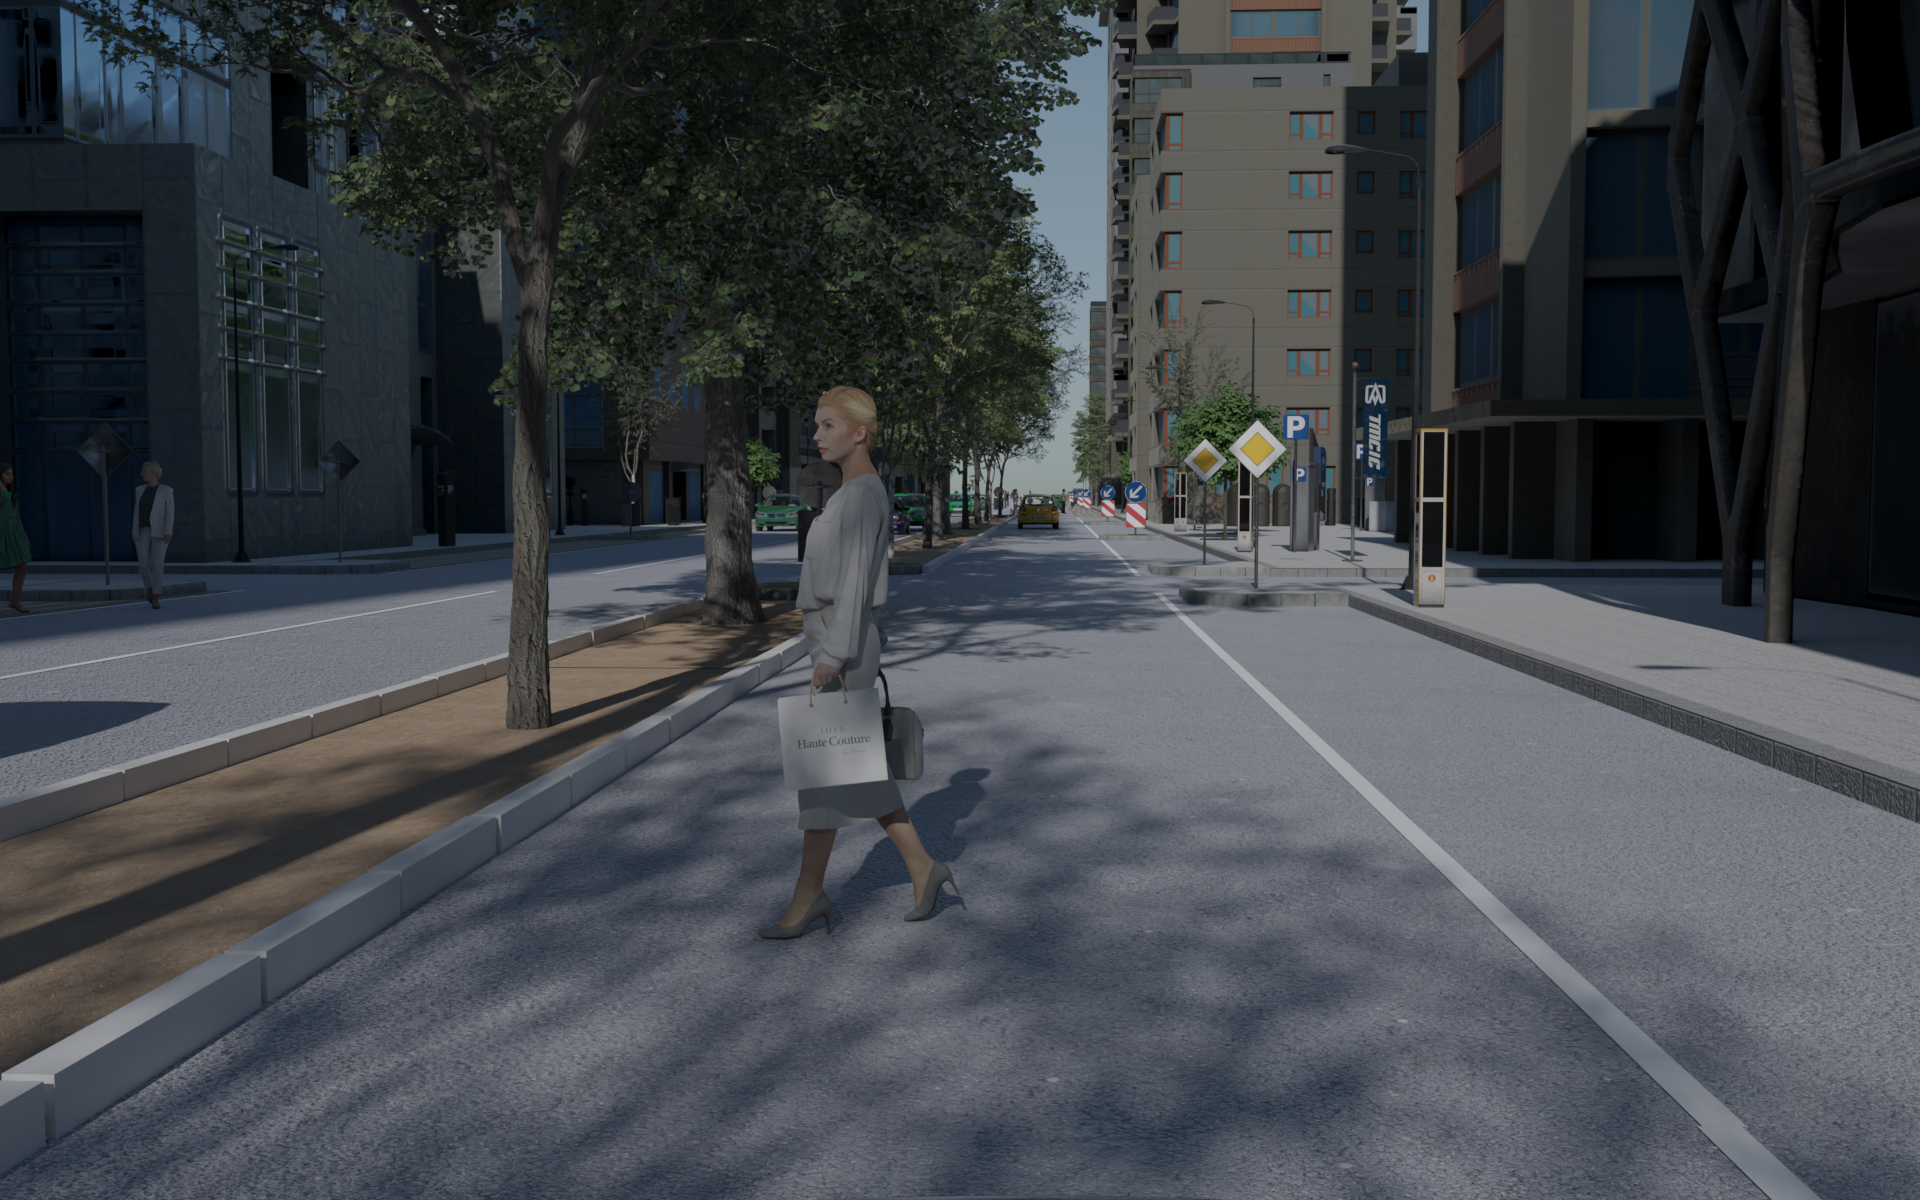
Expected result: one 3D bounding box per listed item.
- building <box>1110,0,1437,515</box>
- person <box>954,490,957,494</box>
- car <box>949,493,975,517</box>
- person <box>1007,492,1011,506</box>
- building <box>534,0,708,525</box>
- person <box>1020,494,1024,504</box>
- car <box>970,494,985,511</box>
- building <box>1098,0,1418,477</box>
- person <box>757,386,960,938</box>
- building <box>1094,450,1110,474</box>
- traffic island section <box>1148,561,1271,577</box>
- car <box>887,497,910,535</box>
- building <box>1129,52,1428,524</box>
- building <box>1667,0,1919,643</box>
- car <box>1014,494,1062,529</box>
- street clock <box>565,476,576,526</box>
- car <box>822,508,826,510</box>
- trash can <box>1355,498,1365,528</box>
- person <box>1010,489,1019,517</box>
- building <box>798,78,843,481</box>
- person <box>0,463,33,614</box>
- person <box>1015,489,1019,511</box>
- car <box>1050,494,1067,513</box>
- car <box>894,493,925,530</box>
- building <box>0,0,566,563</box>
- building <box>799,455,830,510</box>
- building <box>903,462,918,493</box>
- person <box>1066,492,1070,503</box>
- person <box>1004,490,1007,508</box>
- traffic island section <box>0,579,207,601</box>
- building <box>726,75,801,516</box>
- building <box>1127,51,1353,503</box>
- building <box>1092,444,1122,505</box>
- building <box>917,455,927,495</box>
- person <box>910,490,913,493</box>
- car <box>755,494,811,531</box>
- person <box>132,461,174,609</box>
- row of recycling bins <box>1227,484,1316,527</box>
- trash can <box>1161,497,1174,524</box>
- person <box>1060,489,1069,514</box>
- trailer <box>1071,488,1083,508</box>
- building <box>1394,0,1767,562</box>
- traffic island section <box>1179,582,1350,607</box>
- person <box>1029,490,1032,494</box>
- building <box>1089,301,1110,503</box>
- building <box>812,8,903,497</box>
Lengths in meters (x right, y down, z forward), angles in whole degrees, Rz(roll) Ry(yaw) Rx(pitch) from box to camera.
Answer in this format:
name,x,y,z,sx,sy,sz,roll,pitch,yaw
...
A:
name,x,y,z,sx,sy,sz,roll,pitch,yaw
building,23.347,-29.603,138.627,22.147,44.769,28.867,0,4,3
person,-0.332,-9.278,160.328,0.705,1.807,1.348,3,5,42
car,-0.018,-6.215,110.403,1.959,1.807,4.718,0,4,3
person,5.659,-12.112,207.360,0.721,1.723,1.217,3,5,42
building,-19.241,-26.120,77.169,14.600,45.320,14.200,0,4,3
person,8.801,-14.272,245.029,0.628,1.438,0.799,3,5,39
car,1.290,-7.183,129.239,2.131,1.459,4.920,0,4,1
building,27.948,-35.315,166.640,28.713,52.752,27.495,0,4,3
person,-0.326,0.197,5.633,0.624,1.780,0.694,0,4,7
building,29.719,-56.338,233.803,22.319,86.520,31.000,0,4,3
traffic island section,4.467,-0.565,31.514,2.009,0.180,2.903,0,4,3
car,-2.726,-3.004,61.701,1.945,1.354,3.894,0,4,2
building,23.156,-14.850,87.845,27.650,21.520,28.899,0,4,3
building,15.010,-8.904,13.036,16.820,18.784,16.811,0,4,3
car,3.251,-3.797,72.303,2.015,1.641,3.980,0,4,1
street clock,-15.921,-4.044,70.690,0.471,2.002,0.358,2,4,24
car,-5.640,-4.396,81.469,1.945,1.707,3.694,0,4,2
trash can,15.416,-3.326,66.039,0.748,1.137,0.748,0,3,0
person,3.413,-6.117,109.185,0.621,1.740,0.551,3,4,37
building,-24.584,-27.460,140.850,32.217,40.220,23.993,0,4,3
person,-11.365,-0.724,20.588,0.529,1.795,0.600,0,4,2
person,4.051,-7.234,126.715,0.705,1.831,1.348,-1,4,-20
car,7.112,-7.411,132.974,2.131,1.459,4.920,0,4,4
car,-2.040,-3.640,68.315,1.959,1.807,4.718,0,4,2
building,-24.357,-44.827,45.598,22.319,86.520,31.000,0,4,3
building,-19.716,-41.535,117.354,20.563,71.187,20.611,0,4,3
building,-9.329,-34.949,255.008,14.154,41.232,14.086,0,4,3
person,15.297,-14.355,243.735,0.617,1.759,0.750,3,5,39
person,4.528,-10.140,174.309,0.705,1.822,1.348,0,4,-2
traffic island section,-12.027,-0.130,24.399,2.009,0.180,2.903,0,4,3
building,-17.194,-20.081,100.025,14.160,30.474,14.107,0,4,3
building,18.380,-21.138,117.309,14.160,30.474,14.107,0,4,3
building,26.533,-47.119,208.647,20.563,71.187,20.611,0,4,3
building,-11.038,-34.376,212.150,14.600,45.320,14.200,0,4,3
person,-3.764,-7.890,138.291,0.721,1.735,1.217,-3,4,-37
car,-6.887,-3.439,68.020,2.131,1.459,4.920,0,4,2
person,-10.181,-0.825,21.867,0.514,1.842,0.818,-1,4,-19
row of recycling bins,12.392,-3.778,68.876,3.534,1.692,1.069,0,4,-4
trash can,8.943,-3.812,73.983,0.748,1.137,0.748,0,3,0
person,7.594,-7.196,126.165,0.705,1.823,1.348,-1,4,-22
trailer,11.994,-10.338,176.081,1.471,1.999,3.904,0,4,2
building,24.657,-23.588,40.289,28.867,44.769,22.147,0,4,3
traffic island section,4.042,-0.077,23.540,2.009,0.180,2.903,0,4,3
person,6.702,-9.626,165.964,0.705,1.814,1.350,-3,5,-44
building,26.257,-29.758,258.241,14.160,30.474,14.107,0,4,3
building,-16.922,-32.990,163.084,21.300,48.544,21.600,0,4,3
